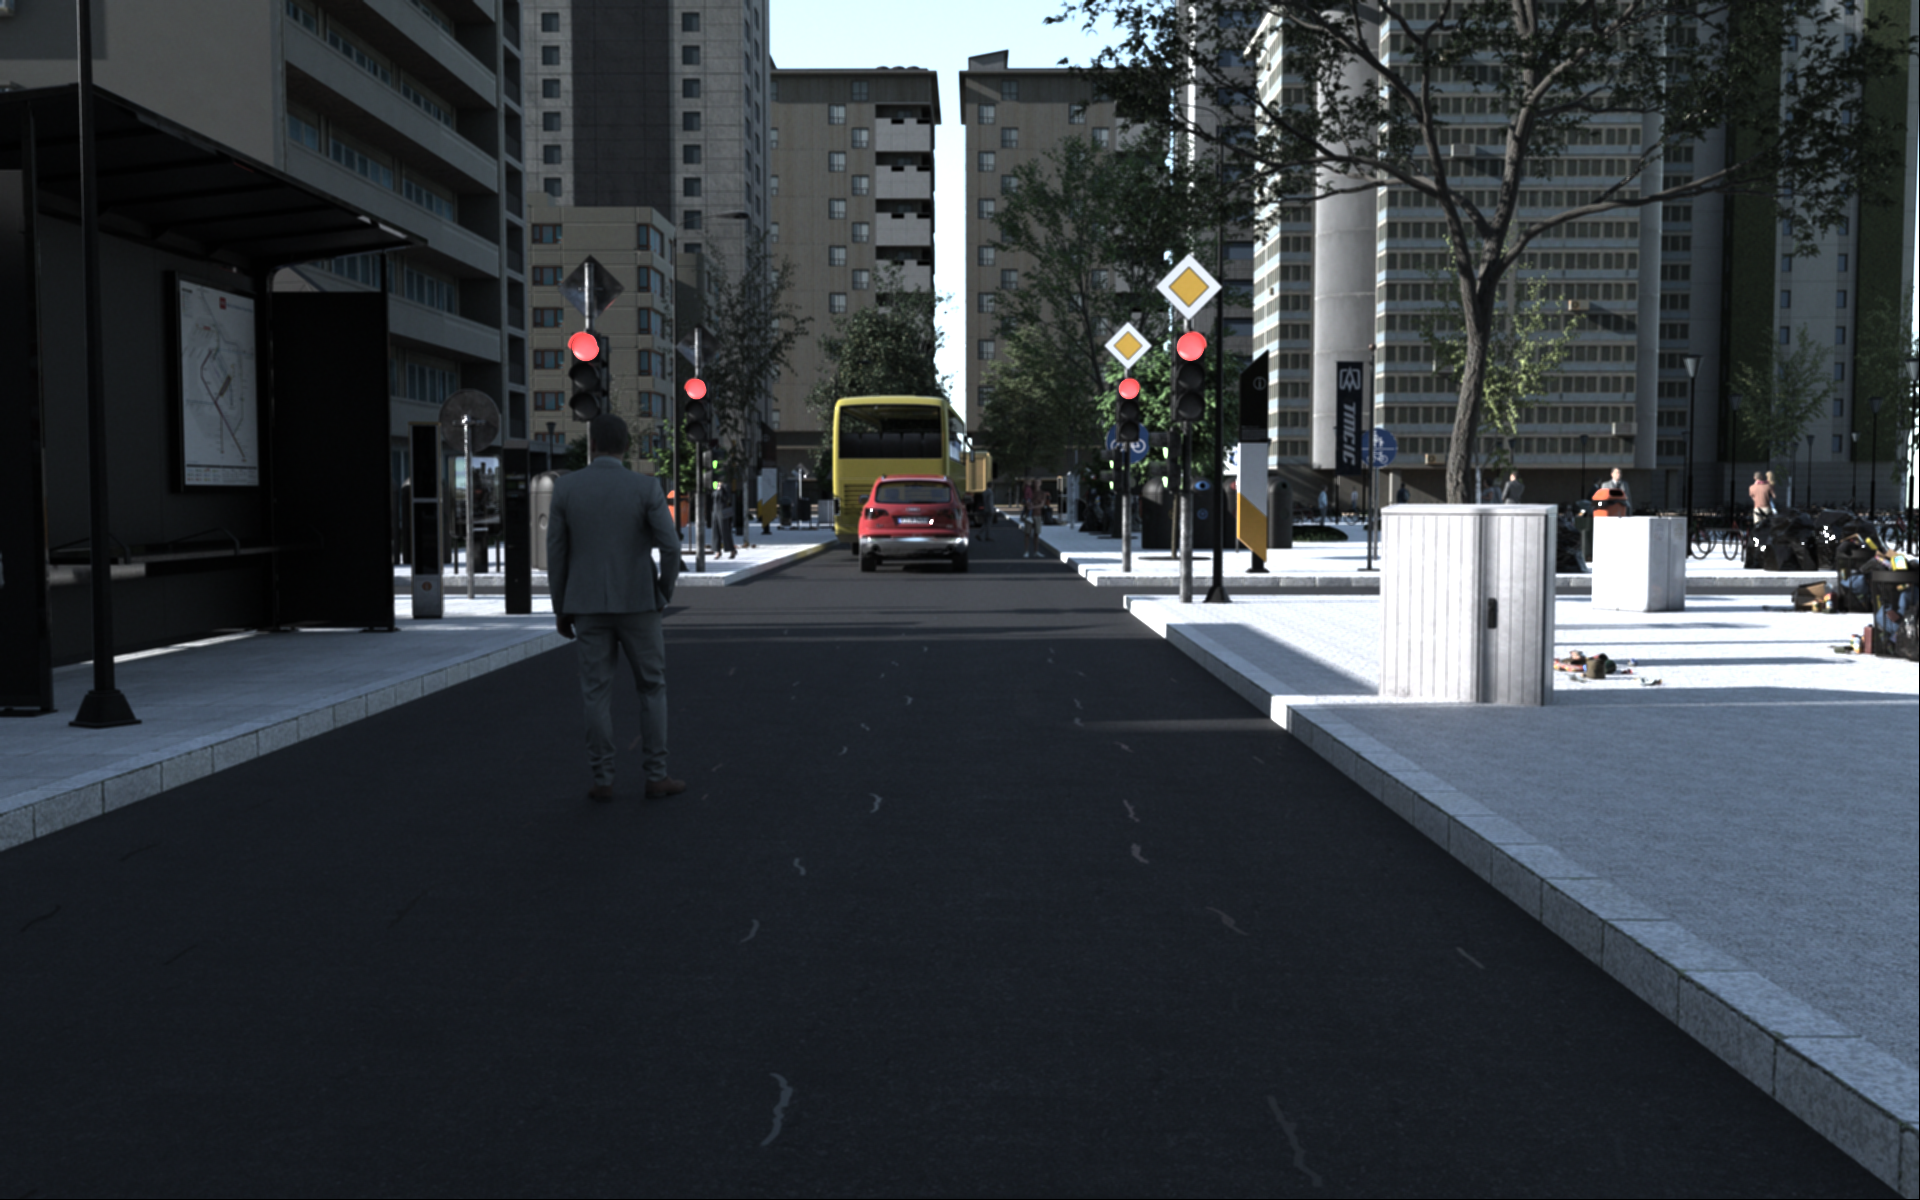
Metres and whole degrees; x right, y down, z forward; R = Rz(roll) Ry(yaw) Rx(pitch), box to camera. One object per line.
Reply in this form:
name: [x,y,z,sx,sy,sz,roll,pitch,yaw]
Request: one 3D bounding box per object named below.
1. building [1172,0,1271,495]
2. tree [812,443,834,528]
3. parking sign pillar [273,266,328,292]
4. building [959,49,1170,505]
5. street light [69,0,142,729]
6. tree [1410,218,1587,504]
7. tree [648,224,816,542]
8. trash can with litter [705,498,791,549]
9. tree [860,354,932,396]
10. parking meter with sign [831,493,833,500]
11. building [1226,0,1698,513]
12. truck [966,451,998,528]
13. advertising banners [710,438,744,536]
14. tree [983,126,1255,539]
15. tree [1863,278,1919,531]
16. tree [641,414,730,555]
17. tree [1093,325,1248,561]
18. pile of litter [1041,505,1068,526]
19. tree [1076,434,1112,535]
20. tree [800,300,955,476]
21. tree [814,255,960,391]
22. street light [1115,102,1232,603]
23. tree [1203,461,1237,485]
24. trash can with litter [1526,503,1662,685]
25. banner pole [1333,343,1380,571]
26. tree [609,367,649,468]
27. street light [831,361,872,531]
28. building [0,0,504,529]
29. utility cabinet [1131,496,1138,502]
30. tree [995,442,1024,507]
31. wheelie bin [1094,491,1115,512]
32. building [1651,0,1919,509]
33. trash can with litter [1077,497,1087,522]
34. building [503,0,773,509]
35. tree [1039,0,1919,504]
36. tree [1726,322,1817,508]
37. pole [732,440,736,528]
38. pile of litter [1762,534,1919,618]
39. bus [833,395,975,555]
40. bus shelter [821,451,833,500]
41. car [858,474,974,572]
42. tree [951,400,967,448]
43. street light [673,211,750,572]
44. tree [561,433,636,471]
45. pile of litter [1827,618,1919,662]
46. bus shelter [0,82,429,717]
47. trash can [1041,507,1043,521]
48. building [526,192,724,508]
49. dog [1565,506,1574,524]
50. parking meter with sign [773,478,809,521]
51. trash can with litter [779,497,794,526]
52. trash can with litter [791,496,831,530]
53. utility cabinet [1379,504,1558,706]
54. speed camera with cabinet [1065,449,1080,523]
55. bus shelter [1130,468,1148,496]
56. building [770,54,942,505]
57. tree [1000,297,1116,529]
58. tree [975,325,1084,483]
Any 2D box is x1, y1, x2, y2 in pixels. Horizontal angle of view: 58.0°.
building: [29.066,-37.203,150.266,21.231,58.520,28.212,0,4,0]
tree: [-4.787,-4.352,65.753,1.663,3.219,1.824,0,3,0]
parking sign pillar: [-6.676,-1.755,17.172,1.447,3.967,1.447,1,4,18]
building: [13.700,-38.239,214.452,27.495,52.752,28.713,0,4,0]
street light: [-4.213,-2.257,9.444,1.470,5.913,1.316,0,4,0]
tree: [14.188,-5.877,46.452,4.737,8.622,4.395,0,3,0]
tree: [-6.028,-5.884,46.569,4.360,8.622,3.978,0,3,0]
trash can with litter: [-5.355,-1.844,41.207,1.678,1.210,2.233,2,4,23]
tree: [-4.626,-12.310,119.392,7.486,12.596,7.792,0,3,0]
parking meter with sign: [-5.315,-4.893,76.258,1.738,3.016,0.543,-2,4,-30]
building: [34.355,-26.449,124.327,32.217,40.220,23.993,0,4,0]
truck: [0.039,-4.957,76.976,3.469,3.379,9.791,0,4,0]
advertising banners: [-7.259,-3.538,54.038,0.090,3.025,2.074,-3,5,-39]
tree: [4.503,-7.568,49.488,9.928,11.665,9.643,0,3,0]
tree: [33.043,-6.711,60.087,4.737,8.622,4.395,0,3,0]
tree: [-5.641,-2.583,36.841,1.663,3.219,1.824,0,3,0]
tree: [4.161,-3.070,33.905,4.285,4.588,4.351,0,3,0]
pile of litter: [3.832,-3.495,71.110,1.176,0.858,1.719,0,4,6]
tree: [4.453,-3.678,54.736,1.663,3.219,1.824,0,3,0]
tree: [-4.688,-11.352,102.614,9.611,12.733,9.660,0,3,0]
tree: [-6.019,-17.410,140.535,12.611,20.169,13.585,0,3,0]
street light: [2.505,-2.922,20.314,1.470,5.913,1.316,0,4,0]
tree: [9.257,-4.093,61.519,1.663,3.219,1.824,0,3,0]
trash can with litter: [4.243,-0.096,12.625,1.678,1.210,2.233,-1,4,-9]
banner pole: [6.625,-2.374,28.828,0.863,3.779,0.401,-1,4,-11]
tree: [-19.481,-9.086,98.919,4.360,8.622,3.978,0,3,0]
street light: [-3.775,-5.373,60.397,1.470,5.913,1.316,0,4,0]
building: [-27.203,-26.174,51.649,21.300,48.544,21.600,0,4,0]
utility cabinet: [6.509,-3.347,65.881,0.306,1.237,1.020,-2,4,-33]
tree: [5.082,-13.289,167.630,4.360,8.622,3.978,0,3,0]
wheelie bin: [5.313,-3.349,62.670,0.693,1.594,0.980,3,4,37]
building: [66.201,-37.408,153.619,28.212,58.520,21.231,0,4,0]
trash can with litter: [5.846,-4.228,80.519,1.055,1.170,0.624,1,4,18]
building: [-28.093,-43.790,154.212,20.611,71.187,20.563,0,4,0]
tree: [4.280,-4.871,14.058,8.767,10.594,7.601,-2,4,-31]
tree: [35.205,-7.558,73.938,4.737,8.622,4.395,0,3,0]
pole: [-8.530,-4.375,65.380,0.158,3.312,0.155,0,3,0]
pile of litter: [9.682,-0.307,18.991,1.719,0.858,1.176,1,4,18]
bus: [-1.265,-3.183,43.588,2.896,3.916,12.252,0,4,2]
bus shelter: [-6.295,-6.205,92.741,1.731,3.624,6.357,0,4,1]
car: [-0.858,-1.519,33.516,2.281,1.827,5.304,0,4,0]
tree: [-4.579,-15.958,171.284,12.009,13.543,11.850,0,3,0]
street light: [-4.142,-3.427,28.568,1.470,5.913,1.316,0,4,0]
tree: [-16.668,-5.878,79.814,4.285,4.588,4.351,0,3,0]
pile of litter: [7.629,0.016,13.703,1.176,0.858,1.719,0,4,5]
bus shelter: [-5.788,-1.329,13.019,1.731,3.624,6.357,0,4,1]
trash can: [3.466,-4.085,78.440,0.748,1.137,0.748,0,3,0]
building: [-32.197,-16.755,118.988,27.650,21.520,28.899,0,4,0]
dog: [24.110,-3.293,68.218,0.800,0.831,0.513,-2,4,-29]
parking meter with sign: [-8.014,-5.226,81.703,1.738,3.016,0.543,0,4,8]
trash can with litter: [-6.998,-3.605,70.329,0.624,1.170,1.055,-1,4,-13]
trash can with litter: [-5.879,-3.123,62.119,2.233,1.210,1.678,2,4,24]
utility cabinet: [3.154,0.022,10.795,1.020,1.237,0.306,2,4,31]
speed camera with cabinet: [4.868,-5.075,77.312,0.660,3.252,2.038,0,4,-7]
bus shelter: [7.535,-5.368,79.042,1.731,3.624,6.357,0,4,1]
building: [-14.080,-38.253,214.672,27.495,52.752,28.713,0,4,0]
tree: [4.379,-6.919,63.491,4.737,8.622,4.395,0,3,0]
tree: [4.928,-12.120,116.282,7.486,12.596,7.792,0,3,0]
